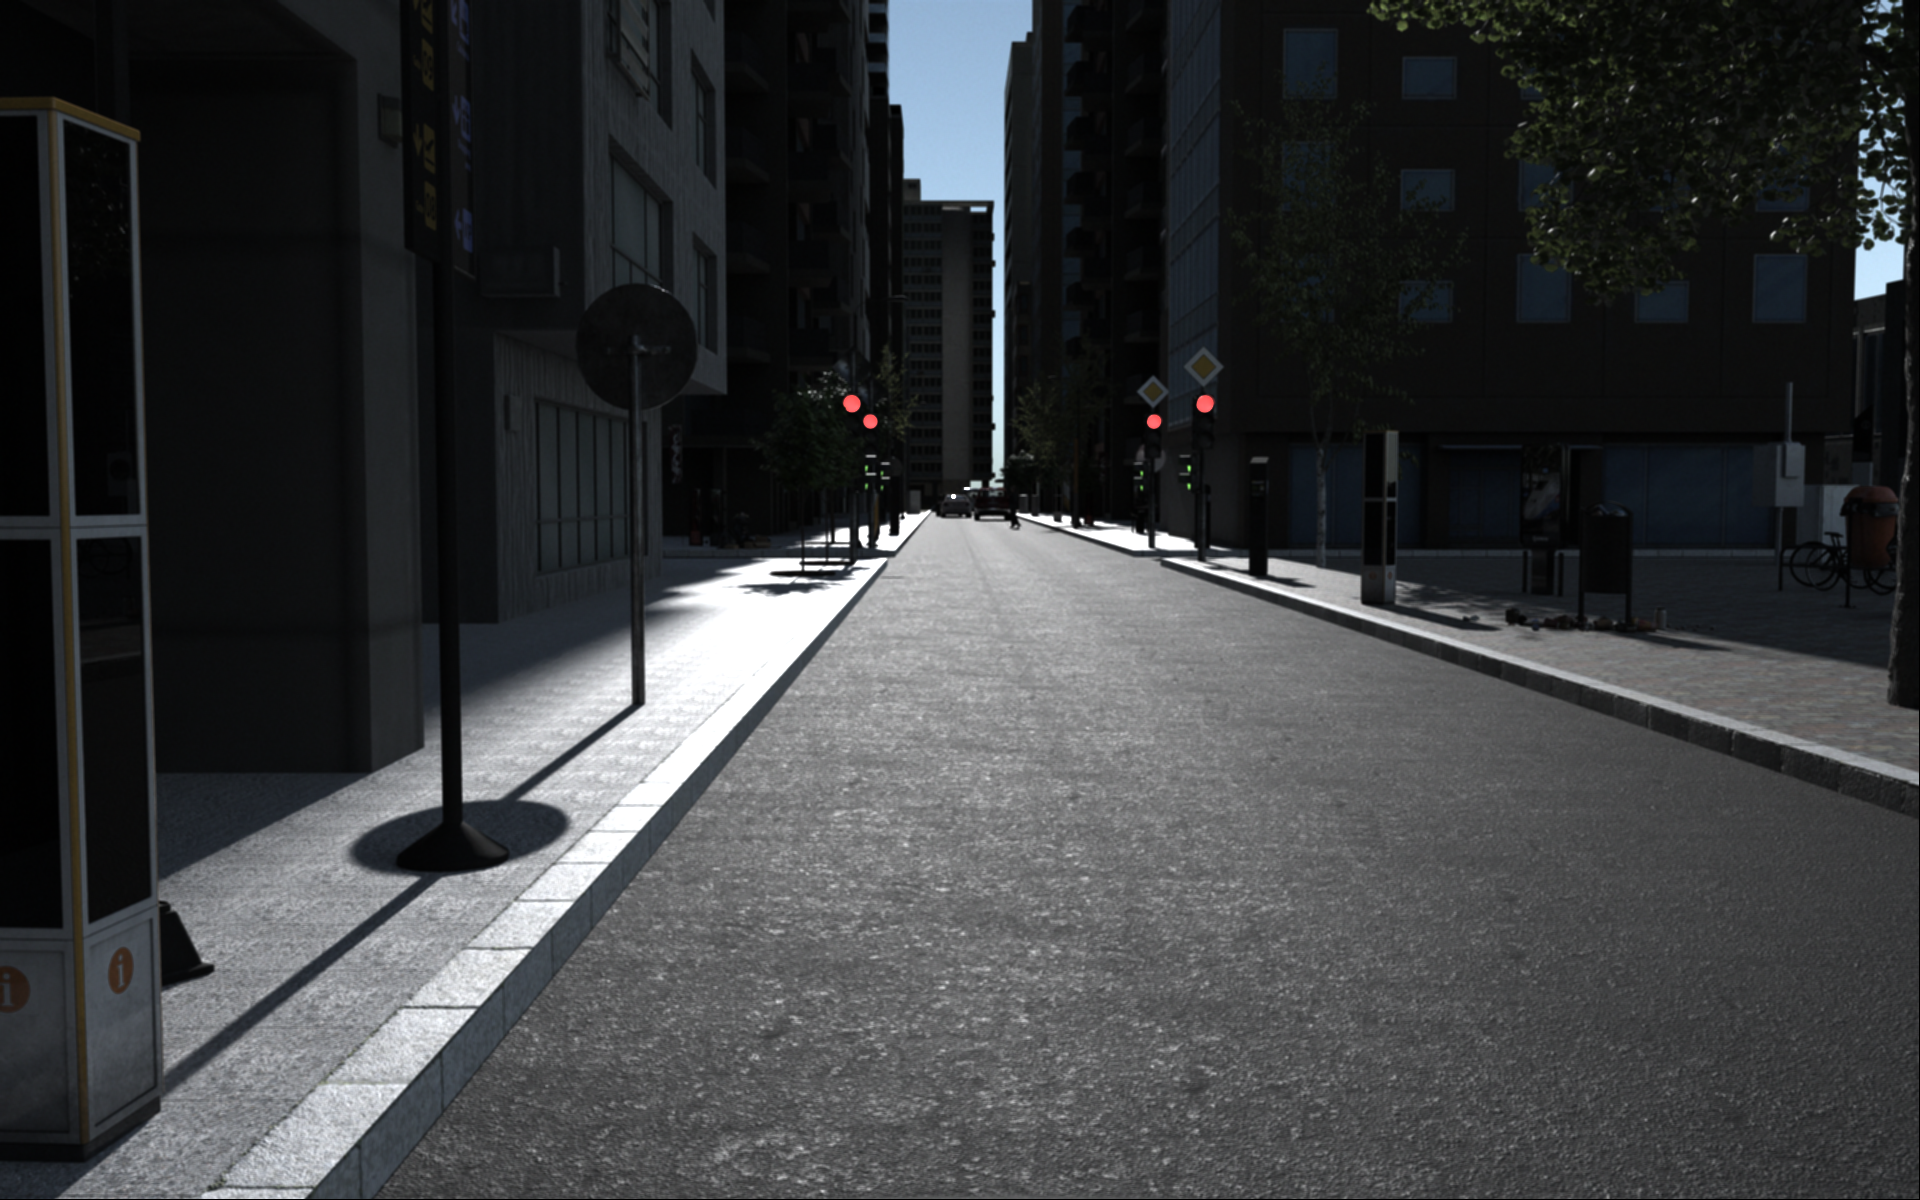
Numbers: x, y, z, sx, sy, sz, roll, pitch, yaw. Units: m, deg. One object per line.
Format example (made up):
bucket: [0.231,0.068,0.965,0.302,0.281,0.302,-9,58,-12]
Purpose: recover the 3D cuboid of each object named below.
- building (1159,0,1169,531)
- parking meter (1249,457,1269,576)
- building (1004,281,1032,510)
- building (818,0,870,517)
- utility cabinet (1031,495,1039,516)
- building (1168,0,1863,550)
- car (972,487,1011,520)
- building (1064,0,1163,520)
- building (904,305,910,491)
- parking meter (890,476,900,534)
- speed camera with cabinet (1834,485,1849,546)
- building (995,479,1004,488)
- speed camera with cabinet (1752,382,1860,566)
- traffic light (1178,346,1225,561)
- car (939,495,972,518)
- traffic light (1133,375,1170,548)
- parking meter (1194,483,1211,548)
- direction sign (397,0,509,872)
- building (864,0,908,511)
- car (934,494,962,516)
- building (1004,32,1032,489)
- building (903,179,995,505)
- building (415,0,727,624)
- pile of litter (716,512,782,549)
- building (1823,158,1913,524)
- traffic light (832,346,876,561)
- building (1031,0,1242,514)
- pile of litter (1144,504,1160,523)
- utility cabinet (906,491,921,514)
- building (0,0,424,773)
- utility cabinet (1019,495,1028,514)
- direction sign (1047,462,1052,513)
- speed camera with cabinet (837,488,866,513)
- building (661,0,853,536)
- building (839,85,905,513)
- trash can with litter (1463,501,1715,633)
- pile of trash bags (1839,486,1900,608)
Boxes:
building: [14.180,-17.845,63.470,14.160,30.474,14.107,0,4,0]
parking meter: [4.697,-1.315,27.213,0.255,1.863,0.399,1,4,17]
building: [18.294,-18.967,155.148,27.650,21.520,28.899,0,4,0]
building: [-19.123,-31.239,99.990,28.713,52.752,27.495,0,4,0]
utility cabinet: [4.331,-5.418,99.751,0.306,1.237,1.020,1,4,11]
building: [13.207,-24.166,45.230,14.200,45.320,14.600,0,4,0]
car: [1.800,-5.353,96.199,2.281,1.827,5.304,0,4,0]
building: [17.010,-26.781,92.490,22.147,44.769,28.867,0,4,0]
building: [-19.919,-20.348,177.722,28.899,21.520,27.650,0,4,0]
parking meter: [-2.110,-3.070,55.902,0.255,1.863,0.399,-1,4,-14]
speed camera with cabinet: [22.431,-2.908,41.878,2.038,3.252,0.660,0,4,4]
building: [18.799,-34.026,210.941,28.867,44.769,22.147,0,4,0]
speed camera with cabinet: [15.262,-2.255,31.203,2.038,3.252,0.660,-1,4,-21]
traffic light: [4.596,-2.694,32.966,0.839,4.253,0.868,0,4,0]
car: [-0.255,-5.790,107.033,2.083,1.381,4.827,0,4,-2]
traffic light: [4.532,-3.182,40.950,0.839,4.253,0.868,0,4,0]
parking meter: [5.754,-1.999,41.092,0.372,1.533,0.369,0,3,0]
direction sign: [-1.773,-0.854,5.955,0.379,3.537,0.876,0,4,-3]
building: [-15.473,-50.834,143.814,22.319,86.520,31.000,0,4,0]
car: [-0.696,-6.344,113.505,2.009,1.686,4.222,0,4,0]
building: [15.590,-33.994,179.505,21.300,48.544,21.600,0,4,0]
building: [-7.674,-32.069,216.210,23.993,40.220,32.217,0,4,0]
building: [-10.603,-20.737,22.646,14.086,41.232,14.154,0,4,0]
pile of litter: [-4.972,-1.641,40.802,1.719,0.858,1.176,-2,4,-24]
building: [43.767,-45.032,48.945,31.000,86.520,22.319,0,4,0]
traffic light: [-2.015,-2.690,32.896,0.839,4.253,0.868,0,4,0]
building: [12.746,-29.506,132.537,14.600,45.320,14.200,0,4,0]
pile of litter: [8.791,-3.924,78.127,1.719,0.858,1.176,2,4,35]
utility cabinet: [-2.918,-6.080,108.090,0.318,1.500,1.173,2,4,32]
building: [-12.875,-34.479,1.990,20.563,71.187,20.611,0,4,0]
utility cabinet: [4.146,-6.227,112.968,0.306,1.237,1.020,-1,4,-18]
direction sign: [6.010,-7.580,115.935,0.379,3.537,0.876,0,4,2]
speed camera with cabinet: [-7.336,-7.450,116.143,2.038,3.252,0.660,1,4,10]
building: [-15.496,-25.047,64.148,22.147,44.769,28.867,0,4,0]
building: [-11.162,-21.481,122.908,14.160,30.474,14.107,0,4,0]
trash can with litter: [5.978,-0.352,16.816,1.678,1.210,2.233,-3,4,-37]
pile of trash bags: [10.581,-0.519,18.231,1.912,1.369,3.447,-1,4,-13]
